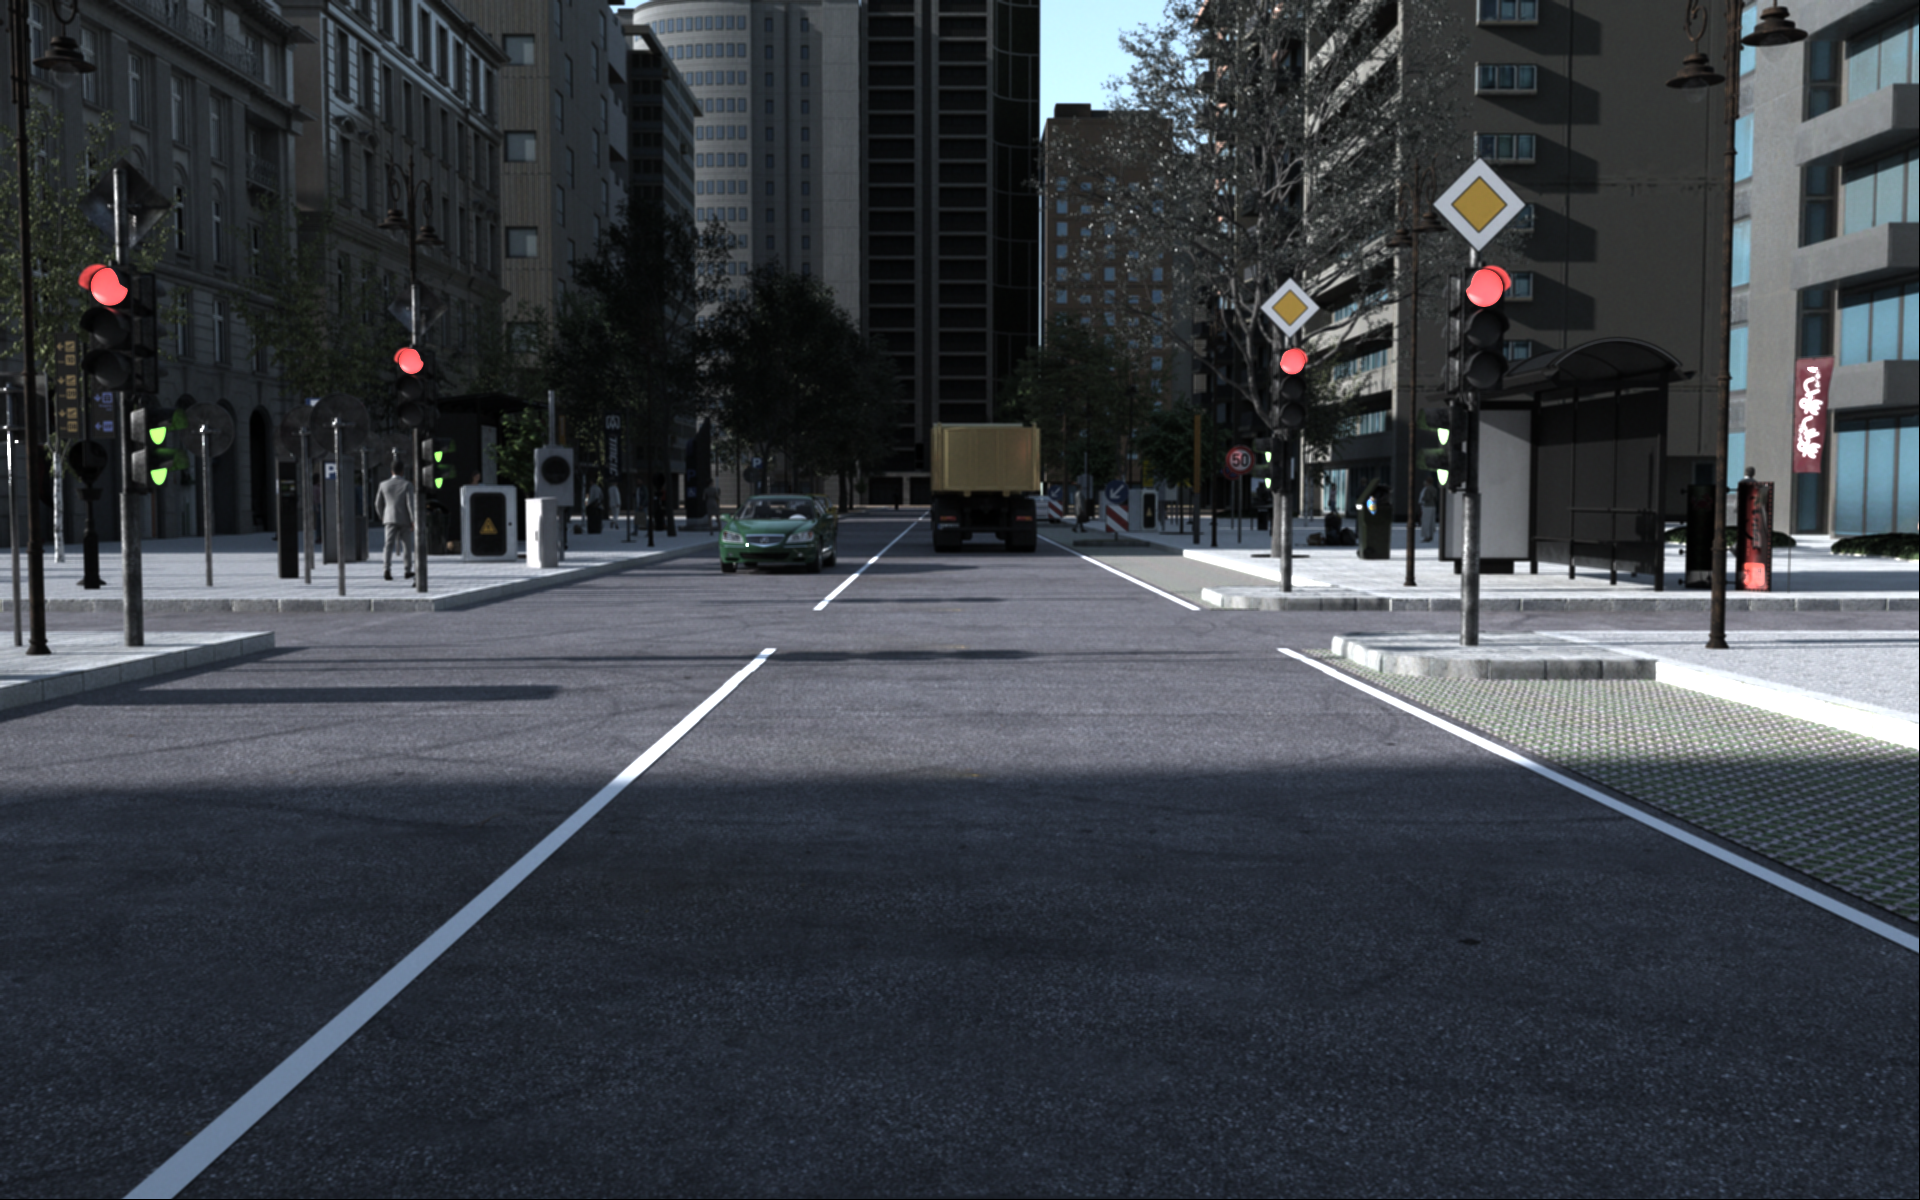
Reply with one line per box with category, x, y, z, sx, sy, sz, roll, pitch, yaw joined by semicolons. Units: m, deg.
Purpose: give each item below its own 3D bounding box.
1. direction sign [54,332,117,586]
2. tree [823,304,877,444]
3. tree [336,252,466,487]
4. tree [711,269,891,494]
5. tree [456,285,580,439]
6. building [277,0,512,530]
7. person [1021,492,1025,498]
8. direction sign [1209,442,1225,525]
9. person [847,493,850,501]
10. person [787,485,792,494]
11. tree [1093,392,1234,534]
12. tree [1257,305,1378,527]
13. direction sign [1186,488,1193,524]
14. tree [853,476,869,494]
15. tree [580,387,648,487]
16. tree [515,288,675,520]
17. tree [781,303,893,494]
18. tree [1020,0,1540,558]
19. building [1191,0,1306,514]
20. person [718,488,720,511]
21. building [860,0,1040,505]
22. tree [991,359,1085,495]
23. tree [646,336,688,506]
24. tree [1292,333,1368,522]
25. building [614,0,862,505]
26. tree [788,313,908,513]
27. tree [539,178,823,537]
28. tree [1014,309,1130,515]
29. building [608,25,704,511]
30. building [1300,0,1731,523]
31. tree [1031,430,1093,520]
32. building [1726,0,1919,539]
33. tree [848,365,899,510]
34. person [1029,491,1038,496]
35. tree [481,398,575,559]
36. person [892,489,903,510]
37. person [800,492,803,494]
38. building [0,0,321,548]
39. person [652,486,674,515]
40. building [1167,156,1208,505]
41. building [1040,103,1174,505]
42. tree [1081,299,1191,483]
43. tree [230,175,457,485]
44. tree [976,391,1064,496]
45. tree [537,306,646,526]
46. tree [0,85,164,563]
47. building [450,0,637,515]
direction sign;-12.273;-1.980;24.366;0.876;3.537;0.379;0;4;7
tree;-7.732;-8.147;67.619;8.767;10.594;7.601;-1;4;-17
tree;-17.132;-6.272;52.910;4.360;8.622;3.978;0;3;0
tree;-8.326;-10.493;88.573;9.611;12.733;9.660;0;3;0
tree;-15.975;-6.767;61.002;4.737;8.622;4.395;0;3;0
building;-27.953;-16.840;72.603;12.463;27.353;25.104;0;4;0
person;5.352;-8.699;148.347;0.705;1.814;1.350;2;4;25
direction sign;10.603;-4.913;72.332;0.876;3.537;0.379;0;4;3
person;-10.201;-9.048;154.682;1.217;1.736;0.721;0;4;8
person;-10.774;-6.376;110.259;0.705;1.831;1.348;2;4;25
tree;7.099;-4.402;55.690;4.285;4.588;4.351;0;3;0
tree;13.621;-7.117;66.721;4.360;8.622;3.978;0;3;0
direction sign;9.853;-5.015;73.994;0.876;3.537;0.379;2;4;32
tree;-9.425;-10.504;166.343;1.663;3.219;1.824;0;3;0
tree;-19.112;-8.830;94.737;4.737;8.622;4.395;0;3;0
tree;-17.750;-9.787;85.775;9.928;11.665;9.643;0;3;0
tree;-9.196;-12.032;107.093;12.009;13.543;11.850;0;3;0
tree;6.337;-7.602;34.664;12.009;13.543;11.850;0;3;0
building;31.251;-29.972;144.661;22.147;44.769;28.867;0;4;0
person;-17.513;-7.218;124.781;0.721;1.735;1.217;-1;4;-20
building;-0.927;-46.824;203.828;20.611;71.187;20.563;0;4;0
tree;6.041;-12.777;134.661;9.928;11.665;9.643;0;3;0
tree;-13.671;-7.757;77.189;4.360;8.622;3.978;0;3;0
tree;16.520;-7.927;79.968;4.737;8.622;4.395;0;3;0
building;-25.385;-40.491;204.028;28.212;58.520;21.231;0;4;0
tree;-8.203;-13.056;120.126;9.857;13.997;8.962;0;3;0
tree;-9.060;-7.195;52.056;7.601;10.594;8.767;-1;4;-20
tree;6.892;-11.543;106.848;7.486;12.596;7.792;0;3;0
building;-34.448;-27.632;143.669;23.993;40.220;32.217;0;4;0
building;30.019;-28.303;86.462;21.300;48.544;21.600;0;4;0
tree;6.631;-6.290;86.563;4.285;4.588;4.351;0;3;0
building;38.812;-26.196;47.913;30.456;49.044;23.786;0;4;0
tree;-8.625;-12.968;137.777;9.928;11.665;9.643;0;3;0
person;6.617;-9.135;155.926;0.617;1.759;0.750;1;4;22
tree;-8.526;-2.458;34.787;1.663;3.219;1.824;0;3;0
person;-5.520;-8.789;151.833;0.705;1.869;1.348;3;5;44
person;-11.165;-6.911;122.300;0.557;1.426;1.065;1;4;12
building;-28.478;-12.592;47.684;13.314;21.916;24.055;0;4;0
person;-18.171;-6.122;106.071;1.348;1.831;0.705;-1;4;-14
building;30.909;-31.681;201.575;14.086;41.232;14.154;0;4;0
building;16.762;-33.751;201.935;14.200;45.320;14.600;0;4;0
tree;6.419;-7.074;66.028;4.737;8.622;4.395;0;3;0
tree;-15.220;-5.541;40.950;4.737;8.622;4.395;0;3;0
tree;5.463;-12.895;145.252;7.601;10.594;8.767;2;4;29
tree;-14.923;-7.230;68.566;4.360;8.622;3.978;0;3;0
tree;-16.724;-5.019;32.416;4.737;8.622;4.395;0;3;0
building;-36.783;-31.918;111.103;28.713;52.752;27.495;0;4;0
